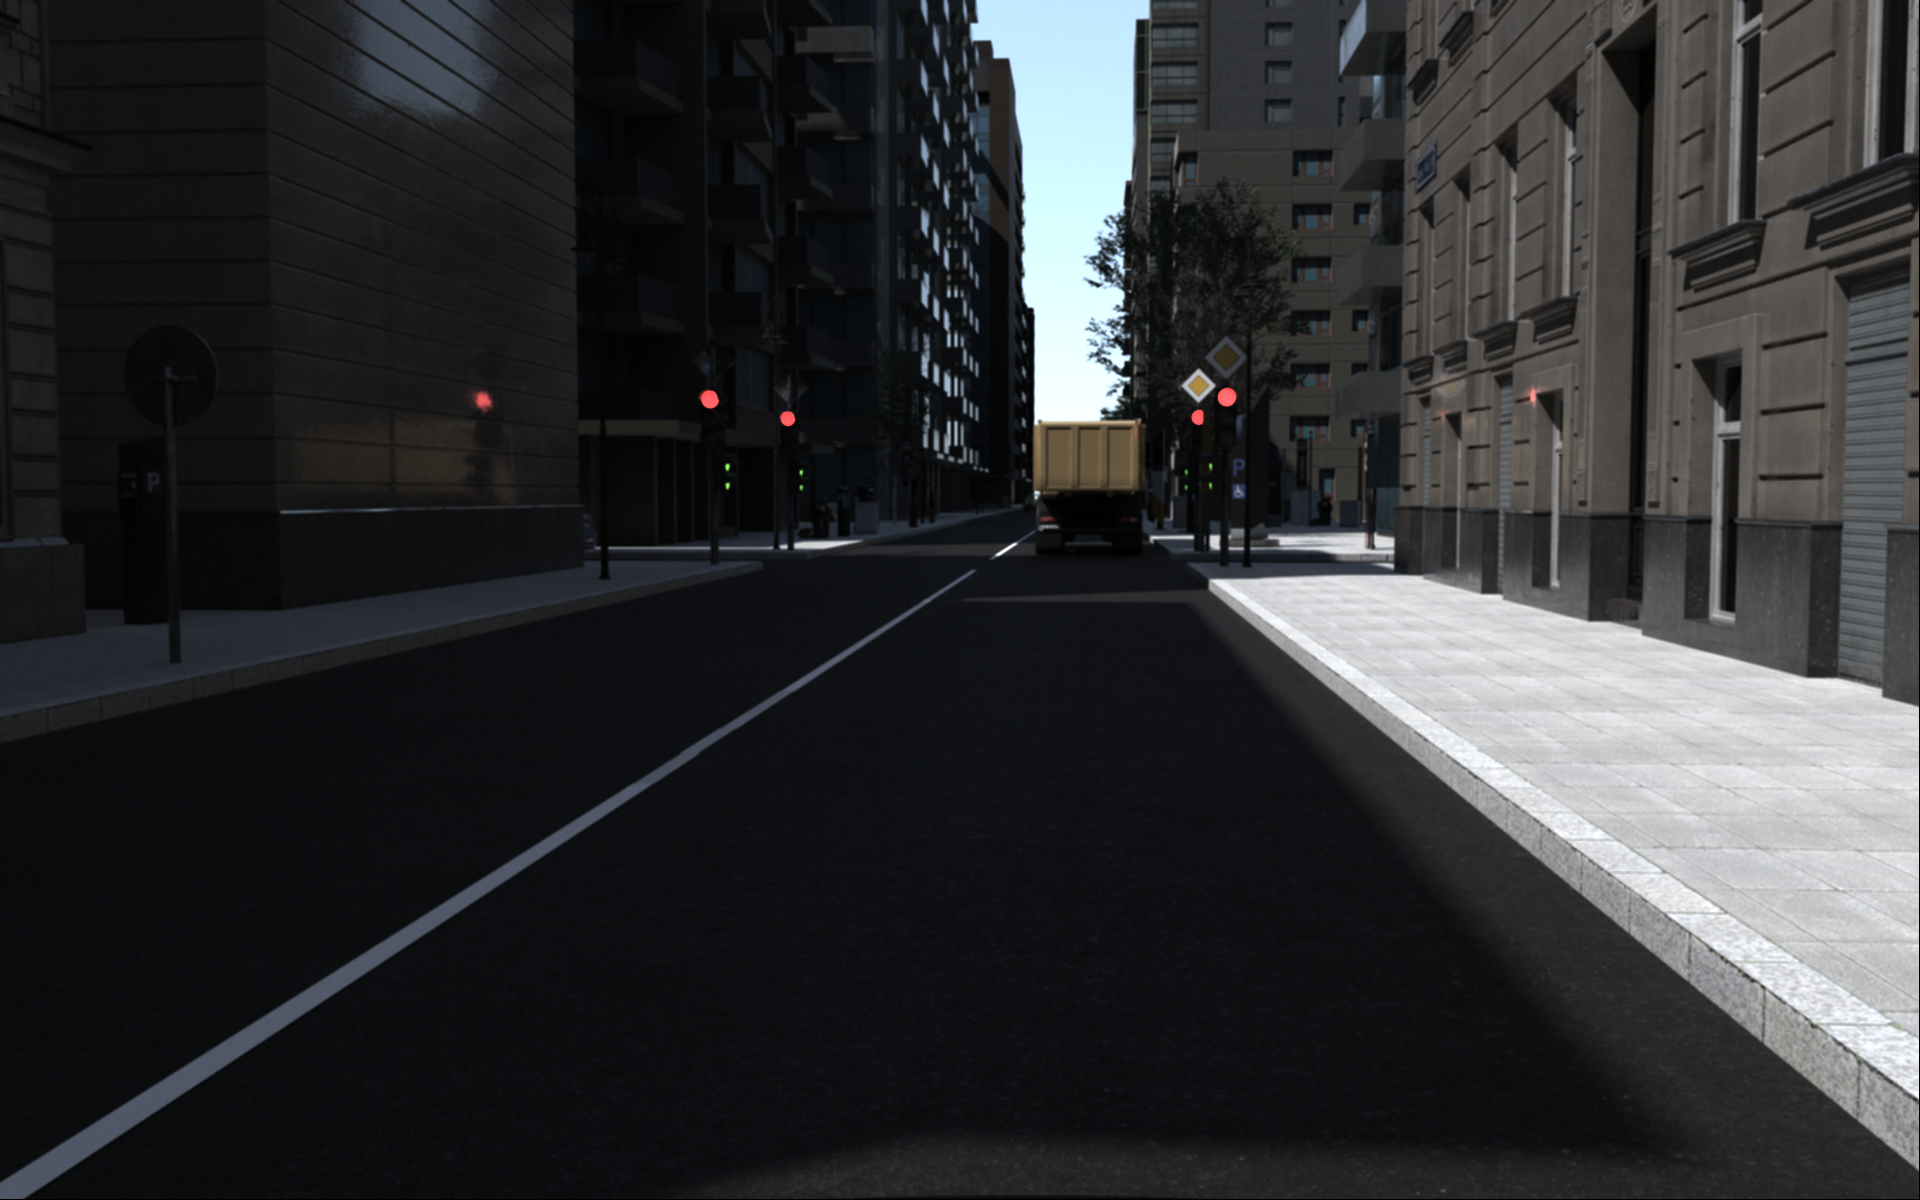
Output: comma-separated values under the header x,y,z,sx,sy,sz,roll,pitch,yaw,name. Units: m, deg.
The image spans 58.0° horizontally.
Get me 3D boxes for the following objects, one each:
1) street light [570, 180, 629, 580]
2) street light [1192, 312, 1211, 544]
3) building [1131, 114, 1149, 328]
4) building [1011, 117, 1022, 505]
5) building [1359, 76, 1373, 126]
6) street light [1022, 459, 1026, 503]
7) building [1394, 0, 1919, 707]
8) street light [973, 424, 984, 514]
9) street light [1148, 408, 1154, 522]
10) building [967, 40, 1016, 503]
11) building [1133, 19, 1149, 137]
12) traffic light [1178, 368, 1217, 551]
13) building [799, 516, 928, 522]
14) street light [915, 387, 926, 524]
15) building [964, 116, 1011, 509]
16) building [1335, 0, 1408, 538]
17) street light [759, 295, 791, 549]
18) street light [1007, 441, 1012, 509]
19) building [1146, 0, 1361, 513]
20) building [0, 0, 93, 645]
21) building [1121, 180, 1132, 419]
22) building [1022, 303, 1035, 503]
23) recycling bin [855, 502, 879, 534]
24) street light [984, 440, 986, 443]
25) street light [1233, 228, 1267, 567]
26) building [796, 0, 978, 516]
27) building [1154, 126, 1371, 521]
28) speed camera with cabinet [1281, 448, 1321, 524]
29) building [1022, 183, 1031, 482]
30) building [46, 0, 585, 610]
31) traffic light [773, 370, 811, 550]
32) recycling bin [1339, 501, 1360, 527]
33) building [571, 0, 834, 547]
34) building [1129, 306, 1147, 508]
x,y,z,sx,sy,sz,roll,pitch,yaw,name
-5.347,-3.248,25.895,0.468,5.910,1.993,0,4,4,street light
6.171,-4.361,44.097,0.468,5.910,1.993,0,4,4,street light
31.778,-35.933,211.214,21.300,48.544,21.600,0,4,4,building
-3.543,-35.852,209.876,21.300,48.544,21.600,0,4,4,building
29.682,-33.895,143.430,28.713,52.752,27.495,0,4,4,building
6.874,-13.047,186.099,0.468,5.910,1.993,0,4,4,street light
11.876,-13.336,15.310,12.463,27.353,25.104,0,4,4,building
1.073,-8.356,109.407,0.468,5.910,1.993,0,4,4,street light
8.777,-6.476,78.670,0.468,5.910,1.993,0,4,4,street light
-1.599,-32.166,176.026,14.600,45.320,14.200,0,4,4,building
34.149,-50.282,260.366,20.563,71.187,20.611,0,4,4,building
5.296,-3.044,38.694,0.839,4.253,0.868,0,4,4,traffic light
-12.326,-28.862,91.498,23.786,49.044,30.456,0,4,4,building
-1.621,-6.242,74.841,0.468,5.910,1.993,0,4,4,street light
-11.757,-28.499,157.838,32.217,40.220,23.993,0,4,4,building
26.749,-26.370,50.765,30.456,49.044,23.786,0,4,4,building
-4.285,-4.127,40.272,0.468,5.910,1.993,0,4,4,street light
4.307,-10.908,151.129,0.468,5.910,1.993,0,4,4,street light
20.351,-26.881,123.098,14.154,41.232,14.086,0,4,4,building
-13.451,-8.692,6.738,10.561,19.102,19.286,0,4,4,building
33.268,-35.587,236.475,22.147,44.769,28.867,0,4,4,building
3.913,-29.780,258.596,14.160,30.474,14.107,0,4,4,building
-2.995,-2.644,55.776,0.722,1.027,0.722,0,4,4,recycling bin
1.493,-8.759,115.990,0.468,5.910,1.993,0,4,4,street light
5.057,-3.520,30.339,0.468,5.910,1.993,0,4,4,street light
-10.228,-31.229,130.200,23.786,49.044,30.456,0,4,4,building
25.248,-15.356,96.102,27.650,21.520,28.899,0,4,4,building
15.557,-5.231,79.856,2.038,3.252,0.660,0,4,-5,speed camera with cabinet
-2.486,-37.690,235.835,23.786,49.044,30.456,0,4,4,building
-19.119,-13.925,24.941,25.104,27.353,12.463,0,4,4,building
-3.840,-3.086,39.372,0.839,4.253,0.868,0,4,4,traffic light
15.184,-3.356,67.432,0.722,1.027,0.722,1,4,19,recycling bin
-16.092,-24.440,54.215,22.147,44.769,28.867,0,4,4,building
31.095,-20.046,172.783,27.650,21.520,28.899,0,4,4,building
